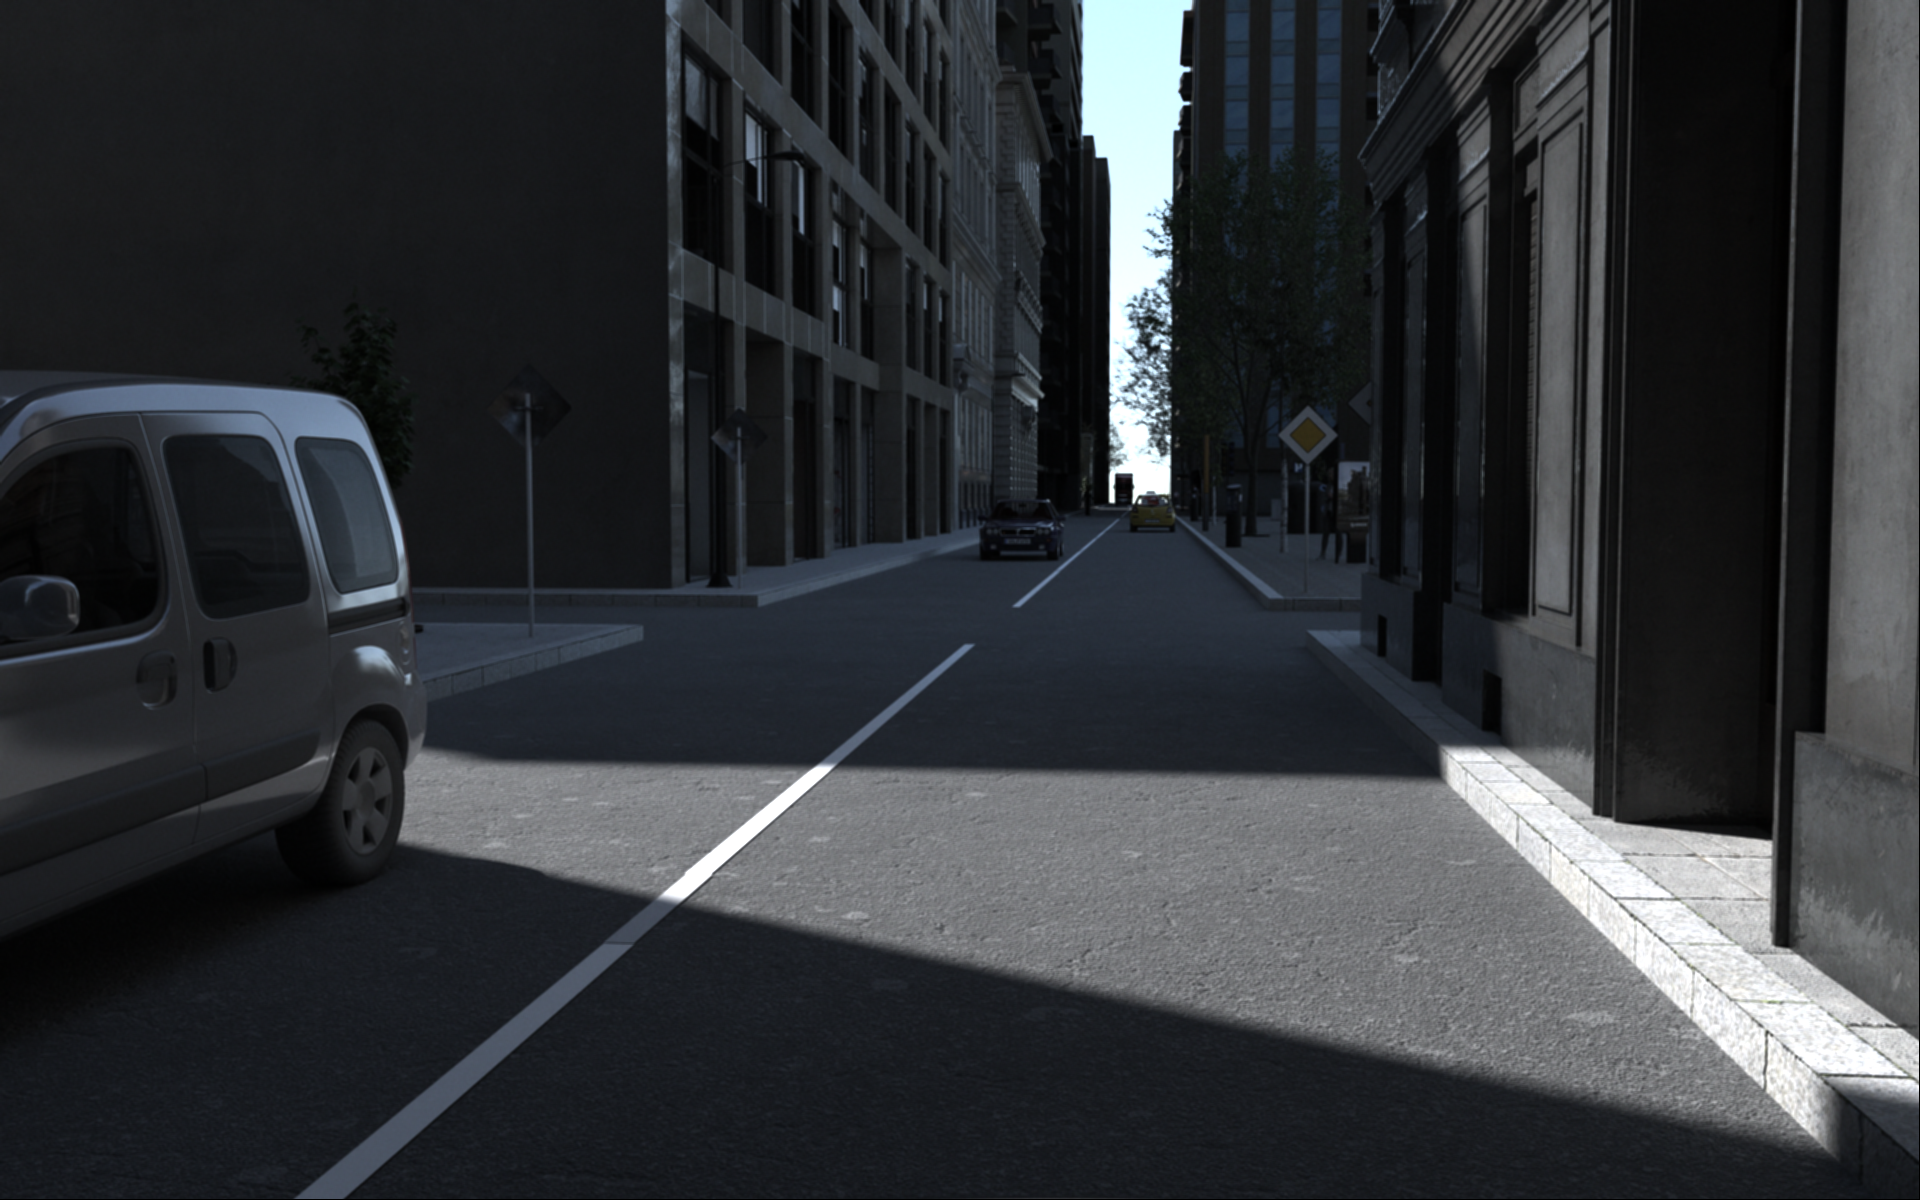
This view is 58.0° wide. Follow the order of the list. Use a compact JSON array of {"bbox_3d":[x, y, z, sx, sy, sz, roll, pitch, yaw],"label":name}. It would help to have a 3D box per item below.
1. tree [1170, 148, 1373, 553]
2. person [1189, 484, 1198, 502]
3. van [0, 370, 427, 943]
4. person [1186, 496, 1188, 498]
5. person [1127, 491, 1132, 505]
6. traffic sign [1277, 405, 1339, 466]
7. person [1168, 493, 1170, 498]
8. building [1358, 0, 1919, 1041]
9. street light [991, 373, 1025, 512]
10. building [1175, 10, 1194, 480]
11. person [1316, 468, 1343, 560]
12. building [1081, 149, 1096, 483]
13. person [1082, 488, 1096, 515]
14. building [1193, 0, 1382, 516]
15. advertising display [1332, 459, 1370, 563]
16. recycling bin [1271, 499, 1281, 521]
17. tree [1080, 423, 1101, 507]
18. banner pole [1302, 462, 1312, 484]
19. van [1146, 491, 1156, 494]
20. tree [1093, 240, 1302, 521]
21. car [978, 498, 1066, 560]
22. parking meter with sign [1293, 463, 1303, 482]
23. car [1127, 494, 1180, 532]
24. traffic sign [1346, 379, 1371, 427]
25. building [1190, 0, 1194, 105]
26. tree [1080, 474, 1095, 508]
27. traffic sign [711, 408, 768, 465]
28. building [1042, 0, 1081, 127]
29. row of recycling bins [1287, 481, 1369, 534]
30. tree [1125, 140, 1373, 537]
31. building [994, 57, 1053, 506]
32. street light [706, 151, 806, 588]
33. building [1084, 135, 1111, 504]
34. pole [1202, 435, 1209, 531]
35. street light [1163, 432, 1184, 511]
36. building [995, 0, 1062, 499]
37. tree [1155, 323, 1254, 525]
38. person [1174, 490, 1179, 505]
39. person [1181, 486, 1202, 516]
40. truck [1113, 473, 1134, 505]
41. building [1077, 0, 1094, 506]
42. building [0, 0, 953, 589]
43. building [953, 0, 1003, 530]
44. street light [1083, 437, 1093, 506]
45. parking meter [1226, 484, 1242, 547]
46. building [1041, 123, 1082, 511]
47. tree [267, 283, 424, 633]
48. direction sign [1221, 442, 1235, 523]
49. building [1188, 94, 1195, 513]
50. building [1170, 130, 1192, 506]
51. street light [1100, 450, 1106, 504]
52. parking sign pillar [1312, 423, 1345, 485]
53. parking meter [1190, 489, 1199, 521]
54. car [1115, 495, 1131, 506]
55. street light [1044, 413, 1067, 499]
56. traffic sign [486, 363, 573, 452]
[{"bbox_3d":[7.300,-5.331,37.531,4.360,8.622,3.978,0,3,0],"label":"tree"},{"bbox_3d":[13.282,-5.684,98.850,0.599,1.838,0.709,2,4,28],"label":"person"},{"bbox_3d":[-3.163,0.115,5.137,2.013,2.044,4.112,0,4,8],"label":"van"},{"bbox_3d":[22.939,-10.046,173.526,0.991,1.433,0.599,-2,4,-27],"label":"person"},{"bbox_3d":[18.016,-10.714,184.194,0.721,1.766,1.217,2,4,30],"label":"person"},{"bbox_3d":[4.550,-1.249,22.608,0.795,2.593,0.064,0,4,6],"label":"traffic sign"},{"bbox_3d":[25.349,-12.308,210.535,1.065,1.426,0.557,1,4,15],"label":"person"},{"bbox_3d":[7.108,-9.518,4.777,9.793,20.994,18.267,0,4,6],"label":"building"},{"bbox_3d":[1.797,-5.755,66.634,1.470,5.913,1.316,0,4,6],"label":"street light"},{"bbox_3d":[30.775,-30.681,156.262,22.147,44.769,28.867,0,4,6],"label":"building"},{"bbox_3d":[7.281,-1.683,33.737,0.526,1.800,0.537,-3,5,-39],"label":"person"},{"bbox_3d":[10.087,-34.861,220.080,14.600,45.320,14.200,0,4,6],"label":"building"},{"bbox_3d":[8.583,-6.573,115.985,0.705,1.821,1.348,-2,4,-35],"label":"person"},{"bbox_3d":[21.422,-27.911,106.450,14.600,45.320,14.200,0,4,6],"label":"building"},{"bbox_3d":[7.379,-1.650,32.194,0.974,1.923,0.123,-1,4,-20],"label":"advertising display"},{"bbox_3d":[15.498,-4.346,83.613,0.722,1.027,0.722,3,4,39],"label":"recycling bin"},{"bbox_3d":[12.099,-13.623,173.095,4.360,8.622,3.978,0,3,0],"label":"tree"},{"bbox_3d":[13.947,-4.828,68.955,0.863,3.779,0.401,-2,4,-26],"label":"banner pole"},{"bbox_3d":[26.732,-14.417,242.734,2.013,2.044,4.112,0,4,7],"label":"van"},{"bbox_3d":[11.889,-10.570,83.184,12.009,13.543,11.850,0,3,0],"label":"tree"},{"bbox_3d":[1.409,-1.602,38.774,1.945,1.354,3.894,0,4,5],"label":"car"},{"bbox_3d":[18.486,-6.034,94.919,0.543,3.016,1.738,1,4,16],"label":"parking meter with sign"},{"bbox_3d":[7.398,-3.429,66.286,2.015,1.641,3.980,0,4,7],"label":"car"},{"bbox_3d":[3.686,-0.763,14.669,0.795,2.593,0.064,0,4,6],"label":"traffic sign"},{"bbox_3d":[40.202,-49.164,242.080,20.563,71.187,20.611,0,4,6],"label":"building"},{"bbox_3d":[11.949,-10.474,165.853,1.663,3.219,1.824,0,3,0],"label":"tree"},{"bbox_3d":[-2.997,-1.300,23.447,0.795,2.593,0.064,0,4,6],"label":"traffic sign"},{"bbox_3d":[-0.422,-32.418,153.731,21.300,48.544,21.600,0,4,6],"label":"building"},{"bbox_3d":[12.000,-3.036,56.750,3.534,1.692,1.069,-2,4,-31],"label":"row of recycling bins"},{"bbox_3d":[8.788,-7.716,51.920,9.928,11.665,9.643,0,3,0],"label":"tree"},{"bbox_3d":[-1.371,-15.853,88.079,11.050,23.489,19.941,0,4,6],"label":"building"},{"bbox_3d":[-2.782,-3.126,23.650,1.470,5.913,1.316,0,4,6],"label":"street light"},{"bbox_3d":[9.716,-37.575,238.046,21.300,48.544,21.600,0,4,6],"label":"building"},{"bbox_3d":[8.486,-4.032,59.767,0.158,3.312,0.155,0,3,0],"label":"pole"},{"bbox_3d":[16.245,-9.663,130.529,1.470,5.913,1.316,0,4,6],"label":"street light"},{"bbox_3d":[-4.788,-28.043,113.131,22.147,44.769,28.867,0,4,6],"label":"building"},{"bbox_3d":[10.311,-7.414,71.582,4.737,8.622,4.395,0,3,0],"label":"tree"},{"bbox_3d":[22.644,-10.690,181.769,0.436,1.711,0.756,-2,4,-27],"label":"person"},{"bbox_3d":[13.547,-5.791,100.726,1.348,1.824,0.705,1,4,10],"label":"person"},{"bbox_3d":[22.260,-15.062,235.177,2.839,4.237,11.283,0,4,6],"label":"truck"},{"bbox_3d":[4.261,-54.025,195.982,22.319,86.520,31.000,0,4,6],"label":"building"},{"bbox_3d":[-11.606,-14.434,40.516,19.350,26.468,34.151,0,4,6],"label":"building"},{"bbox_3d":[-5.603,-17.235,67.692,13.634,28.700,20.117,0,4,6],"label":"building"},{"bbox_3d":[10.062,-10.380,142.254,1.470,5.913,1.316,0,4,6],"label":"street light"},{"bbox_3d":[6.610,-2.042,41.803,0.372,1.533,0.369,0,3,0],"label":"parking meter"},{"bbox_3d":[2.197,-22.263,135.709,14.160,30.474,14.107,0,4,6],"label":"building"},{"bbox_3d":[-5.514,-1.314,16.078,1.663,3.219,1.824,0,3,0],"label":"tree"},{"bbox_3d":[11.740,-5.136,75.976,0.379,3.537,0.876,-2,4,-30],"label":"direction sign"},{"bbox_3d":[23.156,-21.376,121.198,14.160,30.474,14.107,0,4,6],"label":"building"},{"bbox_3d":[31.091,-31.390,196.813,14.154,41.232,14.086,0,4,6],"label":"building"},{"bbox_3d":[14.380,-12.813,182.027,1.470,5.913,1.316,0,4,6],"label":"street light"},{"bbox_3d":[14.022,-4.740,65.967,1.447,3.967,1.447,-3,4,-37],"label":"parking sign pillar"},{"bbox_3d":[11.014,-4.459,81.318,0.372,1.533,0.369,0,3,0],"label":"parking meter"},{"bbox_3d":[19.098,-11.638,202.869,1.945,1.354,3.894,0,4,6],"label":"car"},{"bbox_3d":[5.419,-7.757,99.364,1.470,5.913,1.316,0,4,6],"label":"street light"},{"bbox_3d":[-3.861,-0.815,15.508,0.795,2.593,0.064,0,4,6],"label":"traffic sign"}]
